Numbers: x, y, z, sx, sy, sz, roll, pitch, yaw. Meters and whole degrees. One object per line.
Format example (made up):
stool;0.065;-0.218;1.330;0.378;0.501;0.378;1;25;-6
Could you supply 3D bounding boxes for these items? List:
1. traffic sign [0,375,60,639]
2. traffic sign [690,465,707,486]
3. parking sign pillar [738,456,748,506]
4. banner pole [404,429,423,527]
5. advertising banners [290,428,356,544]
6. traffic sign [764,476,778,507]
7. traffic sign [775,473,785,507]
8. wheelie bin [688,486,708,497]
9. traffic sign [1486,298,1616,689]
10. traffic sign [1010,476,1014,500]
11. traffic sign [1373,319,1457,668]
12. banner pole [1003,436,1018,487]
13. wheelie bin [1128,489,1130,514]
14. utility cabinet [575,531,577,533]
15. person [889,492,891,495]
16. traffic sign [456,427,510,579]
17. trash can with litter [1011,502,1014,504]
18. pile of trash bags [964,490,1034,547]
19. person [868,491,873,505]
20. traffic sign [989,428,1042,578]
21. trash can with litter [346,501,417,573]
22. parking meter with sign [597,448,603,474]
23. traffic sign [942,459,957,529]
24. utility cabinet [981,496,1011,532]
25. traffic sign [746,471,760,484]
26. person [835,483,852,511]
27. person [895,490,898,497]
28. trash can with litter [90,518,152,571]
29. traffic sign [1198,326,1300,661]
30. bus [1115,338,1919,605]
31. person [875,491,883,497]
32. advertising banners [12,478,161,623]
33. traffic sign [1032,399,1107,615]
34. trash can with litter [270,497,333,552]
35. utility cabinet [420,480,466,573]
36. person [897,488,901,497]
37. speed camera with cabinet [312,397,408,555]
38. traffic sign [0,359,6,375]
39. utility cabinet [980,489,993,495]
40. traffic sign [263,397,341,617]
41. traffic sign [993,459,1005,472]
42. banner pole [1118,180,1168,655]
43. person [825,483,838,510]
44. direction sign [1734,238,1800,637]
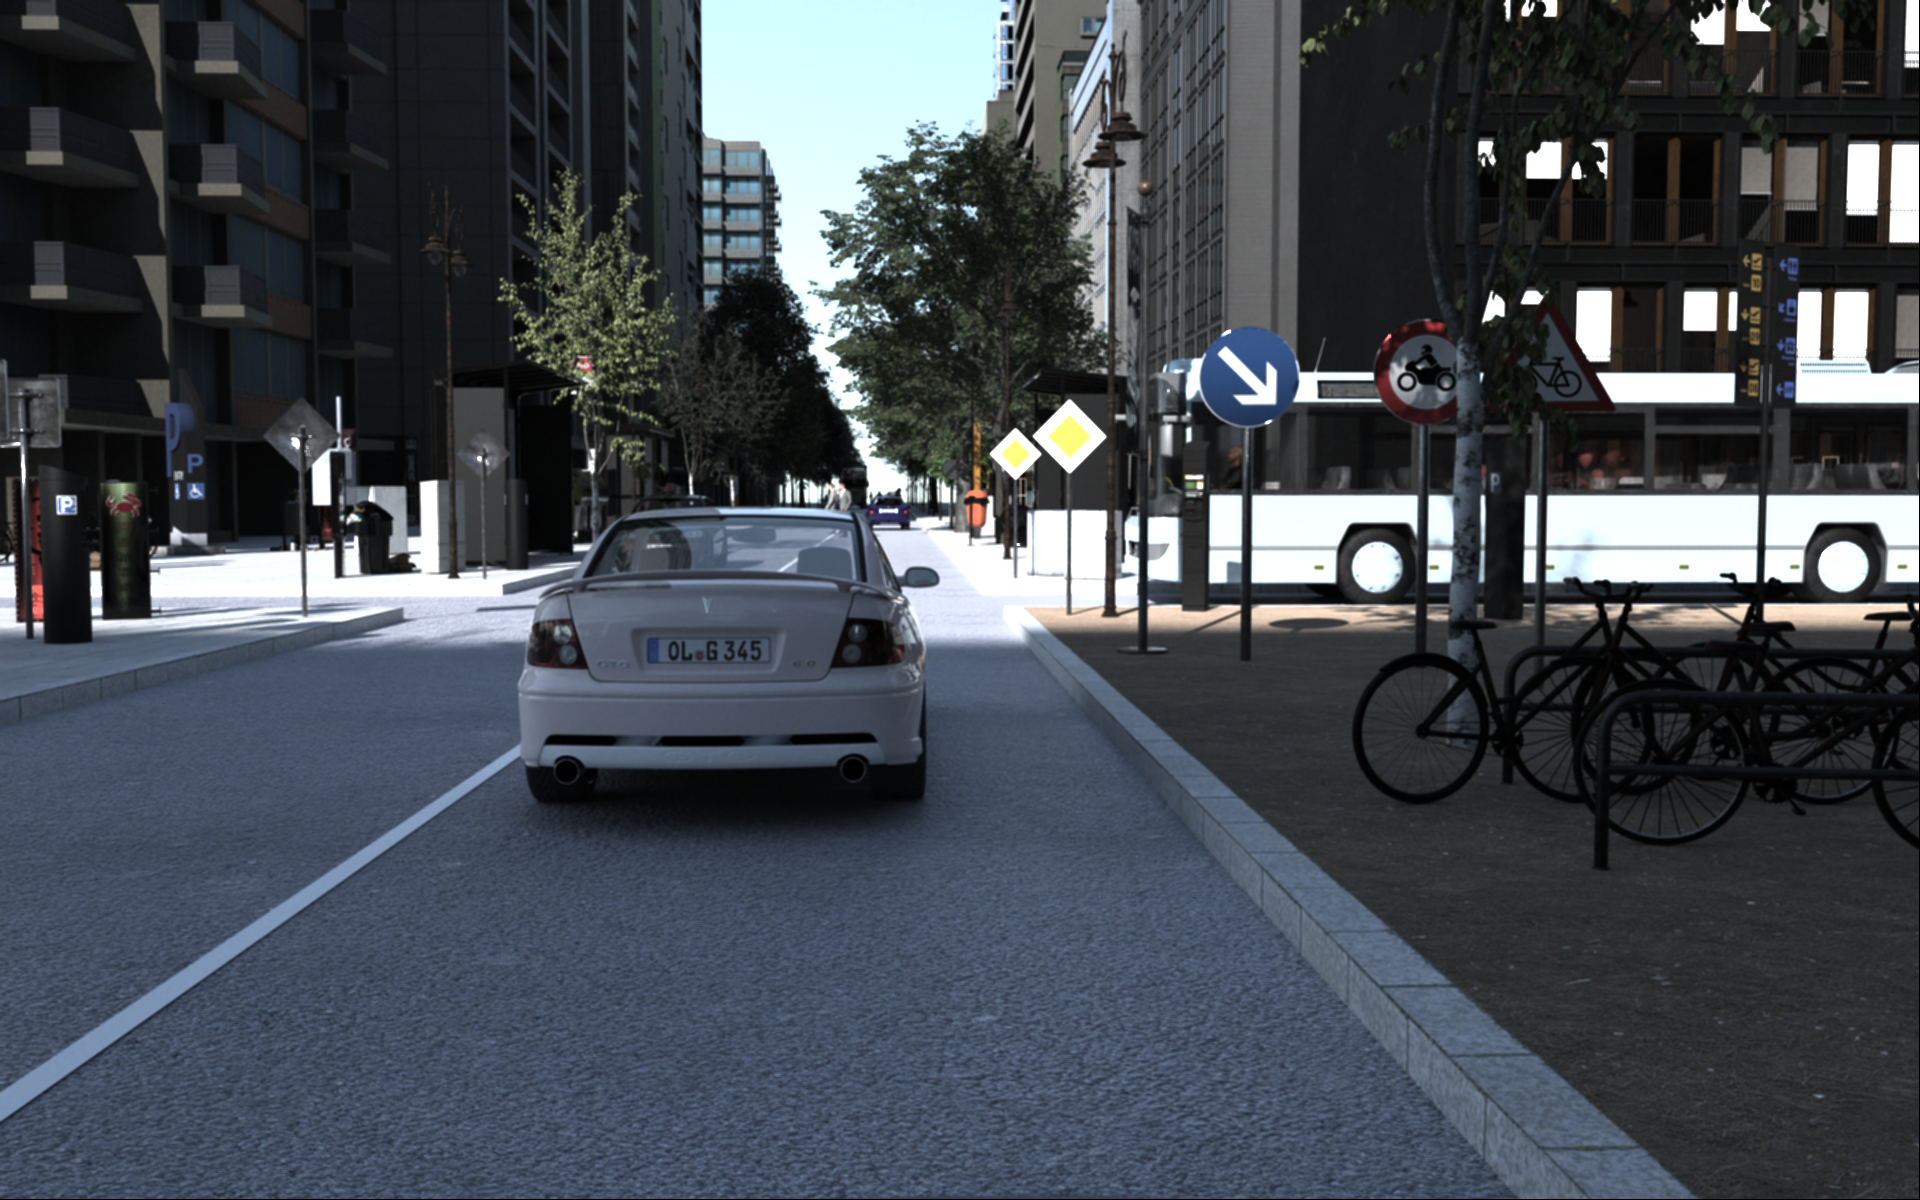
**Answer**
traffic sign;-8.234;-0.804;15.272;0.606;2.300;0.079;0;4;-2
traffic sign;-11.484;-4.639;75.949;0.768;2.556;0.104;0;4;-1
parking sign pillar;-12.136;-6.614;96.610;1.447;3.967;1.447;0;4;-1
banner pole;-20.980;-4.696;66.789;0.863;3.779;0.401;-1;4;-17
advertising banners;-16.614;-3.003;45.292;0.090;3.025;2.074;2;4;31
traffic sign;-10.577;-5.923;96.946;0.768;2.556;0.104;0;4;-1
traffic sign;-10.263;-5.968;97.680;0.768;2.556;0.104;0;4;2
wheelie bin;-10.513;-3.755;69.304;0.980;1.594;0.693;0;4;-3
traffic sign;3.808;-0.693;11.328;0.884;2.594;0.081;0;4;6
traffic sign;1.921;-3.993;65.398;0.768;2.556;0.104;0;4;4
traffic sign;3.404;-0.772;12.722;0.768;2.556;0.104;0;4;4
banner pole;2.090;-5.058;72.714;0.863;3.779;0.401;2;4;25
wheelie bin;6.729;-3.914;71.894;0.980;1.594;0.693;-3;4;-37
utility cabinet;-12.563;-2.837;57.540;1.020;1.237;0.306;2;4;32
person;-9.722;-13.876;236.191;0.721;1.723;1.217;-1;4;-14
traffic sign;-7.149;-1.367;25.998;0.795;2.450;0.064;0;4;-2
trash can with litter;1.857;-2.957;59.728;1.055;1.170;0.624;2;4;34
pile of trash bags;1.535;-1.996;42.389;3.447;1.369;1.912;3;4;36
person;-11.966;-13.678;232.149;0.705;1.823;1.348;-2;4;-23
traffic sign;0.840;-1.385;26.289;0.795;2.450;0.064;0;4;-2
trash can with litter;-9.385;-1.023;28.118;0.624;1.170;1.055;2;4;24
parking meter with sign;-13.538;-4.075;62.887;1.738;3.016;0.543;-3;5;-42
traffic sign;-0.290;-3.880;63.540;0.768;2.556;0.104;0;4;3
utility cabinet;1.217;-2.894;58.484;1.020;1.237;0.306;0;4;3
traffic sign;-11.038;-5.650;92.476;0.768;2.556;0.104;0;4;2
person;-3.865;-2.978;57.371;0.473;1.802;0.592;-1;4;-20
person;-4.603;-7.360;129.663;0.721;1.723;1.217;1;4;19
trash can with litter;-14.244;-1.092;29.249;0.624;1.170;1.055;1;4;14
traffic sign;2.205;-0.806;13.286;0.768;2.556;0.104;0;4;7
bus;8.061;-1.728;23.109;13.247;3.499;2.948;0;4;-2
person;-7.500;-9.287;161.067;1.217;1.736;0.721;0;4;-1
advertising banners;-9.161;-1.291;17.291;2.074;3.025;0.090;-2;4;-28
traffic sign;1.152;-0.897;18.309;0.795;2.450;0.064;0;4;-2
trash can with litter;-14.937;-1.744;39.574;1.678;1.210;2.233;1;4;16
utility cabinet;-8.425;-1.194;28.201;0.318;1.500;1.173;0;4;5
person;-3.736;-6.054;107.496;0.705;1.823;1.348;0;4;3
speed camera with cabinet;-12.445;-2.545;35.939;0.660;3.252;2.038;2;4;28
traffic sign;-7.538;-0.677;13.198;0.606;2.300;0.079;0;4;5
utility cabinet;0.740;-3.751;70.000;1.173;1.500;0.318;2;4;26
traffic sign;-6.837;-0.879;18.019;0.795;2.450;0.064;0;4;-2
traffic sign;1.381;-3.159;51.764;0.768;2.556;0.104;0;4;7
banner pole;1.406;-1.449;13.704;0.401;3.779;0.863;1;4;19
person;-4.550;-3.244;61.668;0.853;1.813;0.709;0;4;1
direction sign;7.273;-1.447;15.660;0.876;3.537;0.379;-2;4;-32
